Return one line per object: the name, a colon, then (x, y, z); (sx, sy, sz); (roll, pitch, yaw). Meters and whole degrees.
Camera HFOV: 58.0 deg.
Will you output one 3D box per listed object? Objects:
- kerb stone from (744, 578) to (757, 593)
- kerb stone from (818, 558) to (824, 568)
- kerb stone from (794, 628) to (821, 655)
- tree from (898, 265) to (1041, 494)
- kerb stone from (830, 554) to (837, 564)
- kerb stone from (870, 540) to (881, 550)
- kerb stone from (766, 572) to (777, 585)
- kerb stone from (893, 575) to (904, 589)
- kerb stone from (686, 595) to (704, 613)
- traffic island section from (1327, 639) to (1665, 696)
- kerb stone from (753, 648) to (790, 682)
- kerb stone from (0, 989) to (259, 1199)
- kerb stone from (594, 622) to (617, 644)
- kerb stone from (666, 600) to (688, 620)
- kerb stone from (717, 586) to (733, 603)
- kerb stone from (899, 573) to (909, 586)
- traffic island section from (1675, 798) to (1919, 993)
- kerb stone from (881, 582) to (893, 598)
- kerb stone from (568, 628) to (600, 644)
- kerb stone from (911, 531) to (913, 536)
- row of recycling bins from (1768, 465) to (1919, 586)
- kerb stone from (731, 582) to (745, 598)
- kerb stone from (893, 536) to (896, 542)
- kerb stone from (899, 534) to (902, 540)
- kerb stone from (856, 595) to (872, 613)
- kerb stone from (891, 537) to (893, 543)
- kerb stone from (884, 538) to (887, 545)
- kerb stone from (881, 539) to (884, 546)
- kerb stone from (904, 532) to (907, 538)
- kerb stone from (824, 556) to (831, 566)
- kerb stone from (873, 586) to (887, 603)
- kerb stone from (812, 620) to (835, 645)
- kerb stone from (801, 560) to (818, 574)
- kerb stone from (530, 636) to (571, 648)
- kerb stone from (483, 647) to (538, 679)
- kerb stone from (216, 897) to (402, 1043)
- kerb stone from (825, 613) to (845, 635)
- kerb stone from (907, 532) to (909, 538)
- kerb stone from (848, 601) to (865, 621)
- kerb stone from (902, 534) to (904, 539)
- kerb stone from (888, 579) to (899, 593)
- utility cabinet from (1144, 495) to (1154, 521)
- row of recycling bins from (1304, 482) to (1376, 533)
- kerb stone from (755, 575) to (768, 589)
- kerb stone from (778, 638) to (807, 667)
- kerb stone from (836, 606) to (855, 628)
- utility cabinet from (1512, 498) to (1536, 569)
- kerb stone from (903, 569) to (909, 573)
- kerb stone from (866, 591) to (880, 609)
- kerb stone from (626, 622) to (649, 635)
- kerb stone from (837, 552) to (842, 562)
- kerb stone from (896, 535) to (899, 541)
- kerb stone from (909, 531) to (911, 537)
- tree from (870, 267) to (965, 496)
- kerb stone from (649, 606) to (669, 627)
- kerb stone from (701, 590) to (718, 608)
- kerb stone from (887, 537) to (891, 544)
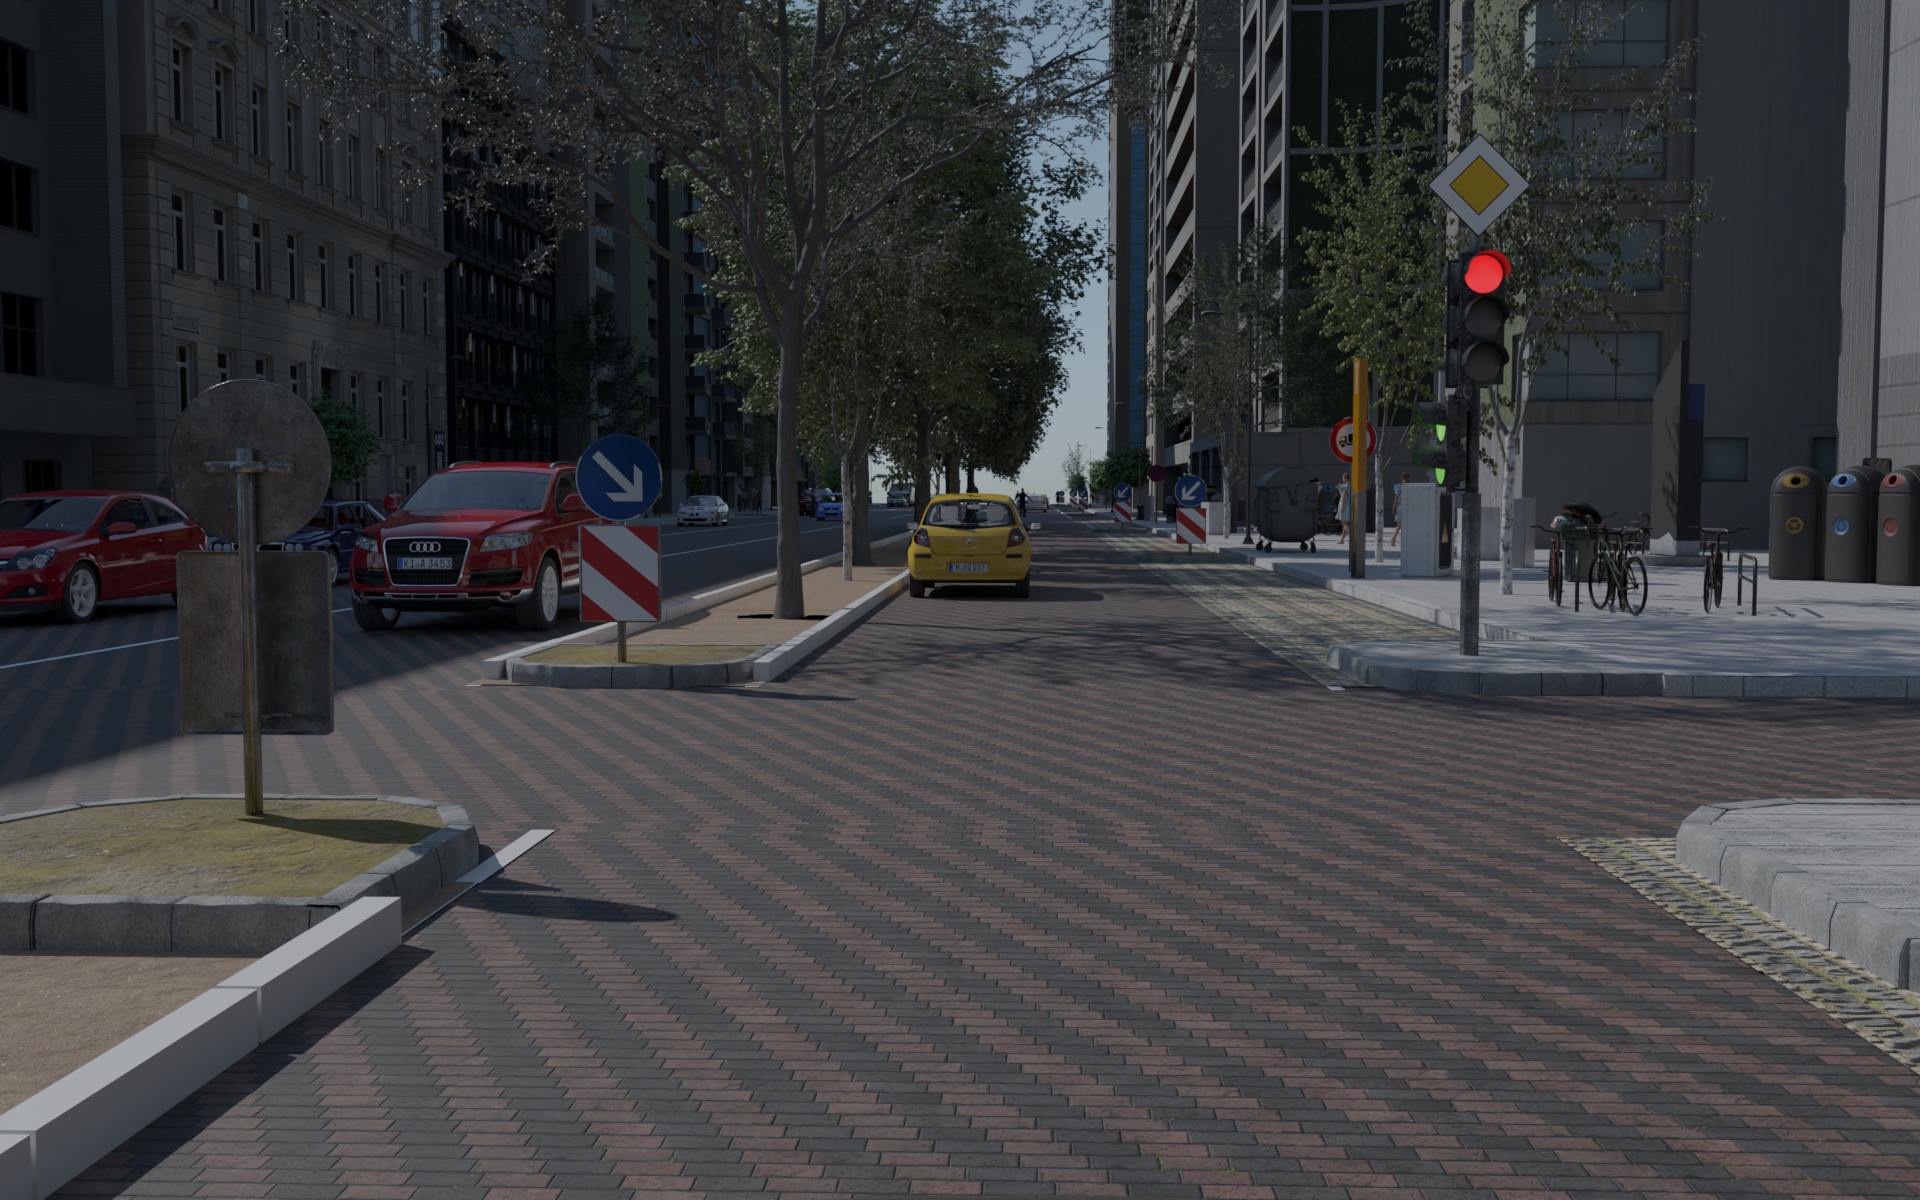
kerb stone: (-3.117, -0.176, 25.081); (0.120, 0.150, 1.000); (0, 4, 2)
kerb stone: (-2.774, -0.678, 33.283); (0.120, 0.150, 1.000); (0, 4, 2)
kerb stone: (-1.409, 0.393, 15.765); (0.120, 0.150, 1.000); (0, 4, 2)
tree: (-0.342, -10.071, 73.774); (9.857, 13.997, 8.962); (0, 3, 0)
kerb stone: (-2.681, -0.804, 35.347); (0.120, 0.150, 1.000); (0, 4, 2)
kerb stone: (-2.252, -1.431, 45.588); (0.120, 0.150, 1.000); (0, 4, 2)
kerb stone: (-3.038, -0.303, 27.142); (0.120, 0.150, 1.000); (0, 4, 2)
kerb stone: (-0.972, -0.233, 26.012); (0.120, 0.150, 1.000); (0, 4, 2)
kerb stone: (-3.283, 0.074, 20.980); (0.120, 0.150, 1.000); (0, 4, 2)
traffic island section: (4.077, 0.519, 13.802); (2.009, 0.180, 2.903); (0, 4, 2)
kerb stone: (-1.497, 0.519, 13.717); (0.120, 0.150, 1.000); (0, 4, 2)
kerb stone: (-1.902, 1.114, 3.997); (0.120, 0.150, 1.000); (0, 4, 2)
kerb stone: (-3.461, 0.328, 16.880); (0.120, 0.150, 1.000); (0, 4, 2)
kerb stone: (-3.328, 0.137, 19.959); (0.120, 0.150, 1.000); (0, 4, 2)
kerb stone: (-3.205, -0.050, 23.036); (0.120, 0.150, 1.000); (0, 4, 2)
kerb stone: (-0.930, -0.291, 27.033); (0.120, 0.150, 1.000); (0, 4, 2)
traffic island section: (3.742, 1.007, 5.824); (2.009, 0.180, 2.903); (0, 4, 2)
kerb stone: (-1.064, -0.108, 23.954); (0.120, 0.150, 1.000); (0, 4, 2)
kerb stone: (-3.509, 0.395, 15.859); (0.120, 0.150, 1.000); (0, 4, 2)
kerb stone: (-1.739, -2.182, 57.873); (0.120, 0.150, 1.000); (0, 4, 2)
row of recycling bins: (13.194, -1.081, 24.791); (1.069, 1.692, 3.534); (-2, 4, -25)
kerb stone: (-3.162, -0.114, 24.057); (0.120, 0.150, 1.000); (0, 4, 2)
kerb stone: (-2.043, -1.744, 50.706); (0.120, 0.150, 1.000); (0, 4, 2)
kerb stone: (-1.956, -1.869, 52.752); (0.120, 0.150, 1.000); (0, 4, 2)
kerb stone: (-1.193, 0.080, 20.887); (0.120, 0.150, 1.000); (0, 4, 2)
kerb stone: (-2.082, -1.680, 49.682); (0.120, 0.150, 1.000); (0, 4, 2)
kerb stone: (-2.167, -1.553, 47.640); (0.120, 0.150, 1.000); (0, 4, 2)
kerb stone: (-2.207, -1.494, 46.617); (0.120, 0.150, 1.000); (0, 4, 2)
kerb stone: (-1.868, -1.994, 54.794); (0.120, 0.150, 1.000); (0, 4, 2)
kerb stone: (-2.728, -0.737, 34.311); (0.120, 0.150, 1.000); (0, 4, 2)
kerb stone: (-1.105, -0.044, 22.929); (0.120, 0.150, 1.000); (0, 4, 2)
kerb stone: (-1.358, 0.331, 16.785); (0.120, 0.150, 1.000); (0, 4, 2)
kerb stone: (-2.820, -0.615, 32.259); (0.120, 0.150, 1.000); (0, 4, 2)
kerb stone: (-3.547, 0.450, 14.838); (0.120, 0.150, 1.000); (0, 4, 2)
kerb stone: (-3.587, 0.512, 13.816); (0.120, 0.150, 1.000); (0, 4, 2)
kerb stone: (-1.860, 1.051, 5.018); (0.120, 0.150, 1.000); (0, 4, 2)
kerb stone: (-1.319, 0.268, 17.818); (0.120, 0.150, 1.000); (0, 4, 2)
kerb stone: (-1.825, -2.056, 55.815); (0.120, 0.150, 1.000); (0, 4, 2)
kerb stone: (-1.233, 0.143, 19.866); (0.120, 0.150, 1.000); (0, 4, 2)
kerb stone: (-1.909, -1.931, 53.773); (0.120, 0.150, 1.000); (0, 4, 2)
kerb stone: (-1.021, -0.170, 24.981); (0.120, 0.150, 1.000); (0, 4, 2)
utility cabinet: (9.110, -4.418, 83.396); (0.306, 1.237, 1.020); (1, 4, 17)
row of recycling bins: (12.347, -3.068, 57.282); (3.534, 1.692, 1.069); (-1, 4, -21)
kerb stone: (-3.074, -0.239, 26.102); (0.120, 0.150, 1.000); (0, 4, 2)
kerb stone: (-1.451, 0.458, 14.738); (0.120, 0.150, 1.000); (0, 4, 2)
kerb stone: (-1.278, 0.205, 18.839); (0.120, 0.150, 1.000); (0, 4, 2)
utility cabinet: (9.814, -1.169, 30.275); (0.306, 1.237, 1.020); (2, 4, 27)
kerb stone: (-0.889, -0.358, 28.061); (0.120, 0.150, 1.000); (0, 4, 2)
kerb stone: (-1.145, 0.018, 21.908); (0.120, 0.150, 1.000); (0, 4, 2)
kerb stone: (-3.415, 0.263, 17.902); (0.120, 0.150, 1.000); (0, 4, 2)
kerb stone: (-2.643, -0.867, 36.368); (0.120, 0.150, 1.000); (0, 4, 2)
kerb stone: (-2.002, -1.806, 51.731); (0.120, 0.150, 1.000); (0, 4, 2)
kerb stone: (-1.774, -2.113, 56.841); (0.120, 0.150, 1.000); (0, 4, 2)
tree: (-0.768, -6.285, 55.574); (4.737, 8.622, 4.395); (0, 3, 0)
kerb stone: (-3.378, 0.200, 18.926); (0.120, 0.150, 1.000); (0, 4, 2)
kerb stone: (-3.252, 0.012, 22.002); (0.120, 0.150, 1.000); (0, 4, 2)
kerb stone: (-2.123, -1.619, 48.661); (0.120, 0.150, 1.000); (0, 4, 2)
